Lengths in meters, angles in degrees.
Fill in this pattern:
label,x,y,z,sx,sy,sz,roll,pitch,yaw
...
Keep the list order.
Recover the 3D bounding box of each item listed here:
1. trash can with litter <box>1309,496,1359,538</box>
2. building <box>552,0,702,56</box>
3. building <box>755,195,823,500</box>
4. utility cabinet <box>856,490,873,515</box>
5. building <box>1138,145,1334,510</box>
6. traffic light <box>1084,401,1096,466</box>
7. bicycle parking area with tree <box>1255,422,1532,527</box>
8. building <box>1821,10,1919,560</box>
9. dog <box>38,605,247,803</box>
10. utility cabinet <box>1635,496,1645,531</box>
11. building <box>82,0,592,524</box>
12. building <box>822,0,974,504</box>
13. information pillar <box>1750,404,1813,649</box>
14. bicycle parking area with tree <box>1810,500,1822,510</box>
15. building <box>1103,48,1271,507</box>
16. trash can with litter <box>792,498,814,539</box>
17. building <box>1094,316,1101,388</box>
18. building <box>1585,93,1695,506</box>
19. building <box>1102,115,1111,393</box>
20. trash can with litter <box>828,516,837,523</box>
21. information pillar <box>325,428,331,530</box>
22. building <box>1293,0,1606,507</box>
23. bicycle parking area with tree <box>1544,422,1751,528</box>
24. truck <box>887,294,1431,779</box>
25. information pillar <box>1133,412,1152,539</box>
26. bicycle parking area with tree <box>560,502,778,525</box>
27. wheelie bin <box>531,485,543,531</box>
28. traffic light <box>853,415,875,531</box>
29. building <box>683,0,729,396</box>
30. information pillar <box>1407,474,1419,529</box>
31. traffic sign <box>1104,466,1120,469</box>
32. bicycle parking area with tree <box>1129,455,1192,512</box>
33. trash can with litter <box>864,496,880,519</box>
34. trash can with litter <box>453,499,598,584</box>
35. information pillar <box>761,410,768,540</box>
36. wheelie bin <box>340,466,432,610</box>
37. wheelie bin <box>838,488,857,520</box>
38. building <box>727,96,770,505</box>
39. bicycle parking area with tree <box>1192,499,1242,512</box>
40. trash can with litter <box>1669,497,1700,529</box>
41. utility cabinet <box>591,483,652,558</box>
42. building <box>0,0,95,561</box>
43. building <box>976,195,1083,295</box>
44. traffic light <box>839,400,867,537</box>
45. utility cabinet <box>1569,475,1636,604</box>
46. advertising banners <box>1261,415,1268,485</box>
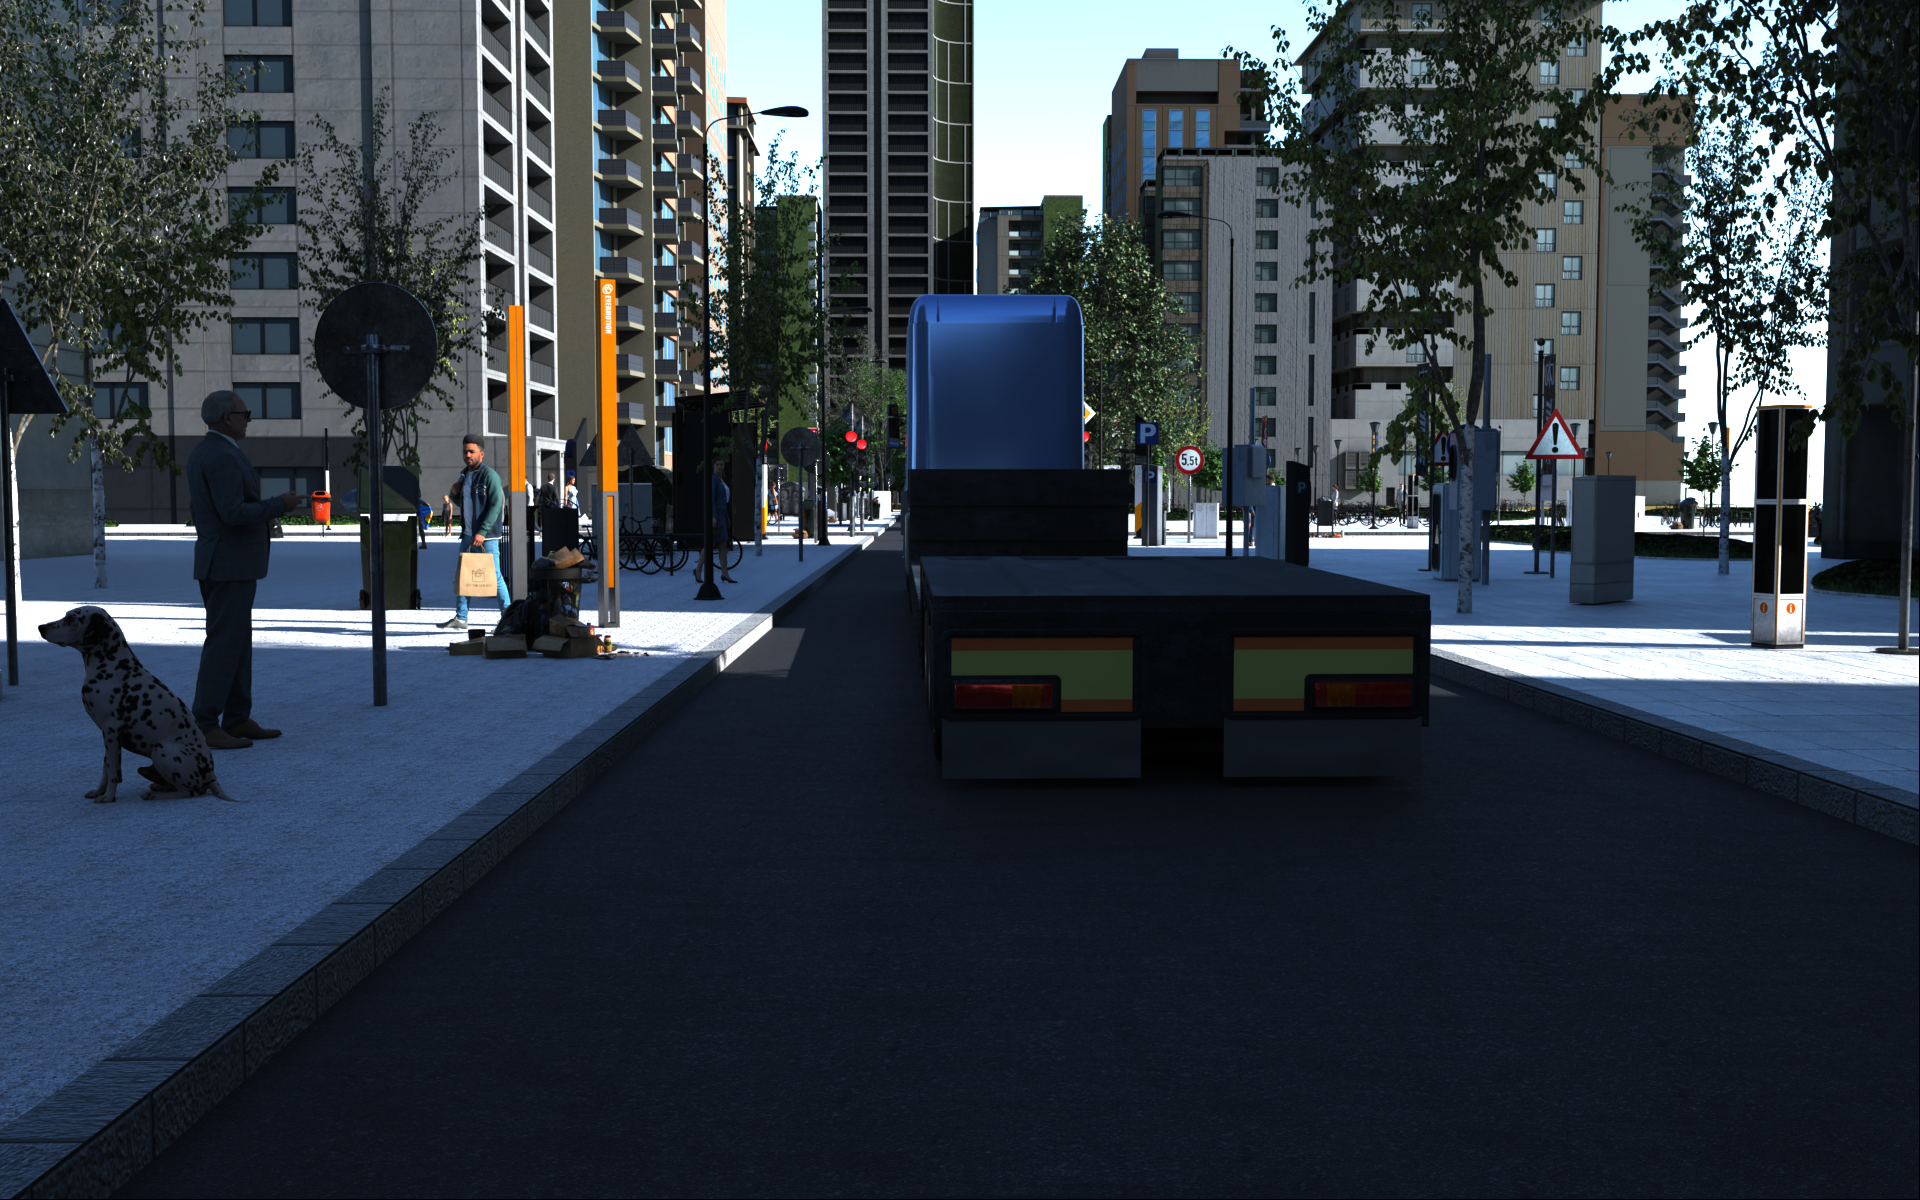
label,x,y,z,sx,sy,sz,roll,pitch,yaw
trash can with litter,10.553,-2.466,51.380,2.233,1.210,1.678,3,5,43
building,-29.311,-28.252,116.540,22.147,44.769,28.867,0,4,-1
building,-26.182,-33.970,239.005,14.086,41.232,14.154,0,4,-1
utility cabinet,-5.671,-5.721,102.215,1.173,1.500,0.318,2,4,33
building,23.285,-22.978,147.397,14.160,30.474,14.107,0,4,-1
traffic light,3.651,-3.848,51.837,0.839,4.253,0.868,0,4,-1
bicycle parking area with tree,17.830,-5.152,71.229,9.016,4.147,8.231,3,5,41
building,28.119,-24.422,22.995,21.300,48.544,21.600,0,4,-1
dog,-3.336,0.435,7.260,0.800,0.831,0.513,1,4,14
utility cabinet,23.468,-3.019,60.522,1.020,1.237,0.306,-2,4,-27
building,-28.254,-39.320,81.139,20.563,71.187,20.611,0,4,-1
building,-8.345,-49.138,241.658,20.611,71.187,20.563,0,4,-1
information pillar,6.827,-0.607,14.410,0.304,2.012,0.304,-1,4,-16
bicycle parking area with tree,47.863,-6.198,88.344,9.016,4.147,8.231,3,4,36
building,22.916,-32.151,175.775,14.600,45.320,14.200,0,4,-1
trash can with litter,-4.384,-2.344,49.710,0.624,1.170,1.055,1,4,19
building,23.820,-28.589,239.124,14.107,30.474,14.160,0,4,-1
building,70.195,-33.065,190.725,14.200,45.320,14.600,0,4,-1
building,22.389,-30.976,190.057,14.154,41.232,14.086,0,4,-1
trash can with litter,-6.008,-4.029,77.268,1.055,1.170,0.624,-1,4,-13
information pillar,-22.429,-4.285,61.413,0.183,3.616,0.504,-1,4,-17
building,49.477,-36.334,183.294,27.495,52.752,28.713,0,4,-1
bicycle parking area with tree,27.346,-5.042,69.443,8.231,4.147,9.016,2,4,27
truck,0.714,-1.705,17.630,2.967,4.110,18.799,0,4,-2
information pillar,5.243,-3.567,49.680,0.504,3.616,0.183,1,4,12
bicycle parking area with tree,-12.442,-5.135,70.959,8.231,4.147,9.016,3,5,40
wheelie bin,-14.956,-3.222,60.589,0.693,1.594,0.980,1,4,12
traffic light,-3.356,-4.328,59.678,0.839,4.253,0.868,0,4,-1
building,-26.612,-30.021,140.954,14.600,45.320,14.200,0,4,-1
information pillar,16.856,-3.666,64.426,0.304,2.012,0.304,-2,4,-28
traffic sign,5.455,-3.683,62.349,0.606,2.300,0.079,0,4,6
bicycle parking area with tree,13.634,-8.230,121.561,9.016,4.147,8.231,0,4,-7
trash can with litter,-4.586,-4.714,88.459,1.055,1.170,0.624,0,4,7
trash can with litter,-6.175,-0.859,25.095,2.233,1.210,1.678,0,4,-7
information pillar,-5.514,-3.514,48.809,0.183,3.616,0.504,0,4,3
wheelie bin,-6.389,-0.698,19.320,0.980,1.594,0.693,-1,4,-15
wheelie bin,-5.480,-4.711,84.939,0.980,1.594,0.693,2,4,31
building,-34.767,-32.476,185.612,28.867,44.769,22.147,0,4,-1
bicycle parking area with tree,17.572,-6.315,90.255,8.231,4.147,9.016,-1,4,-10
trash can with litter,26.321,-3.153,62.935,1.055,1.170,0.624,-2,4,-30
utility cabinet,-6.740,-1.582,34.552,1.173,1.500,0.318,-1,4,-8
building,-32.450,-11.957,28.780,30.059,22.955,16.112,0,4,-1
building,9.402,-33.966,238.944,14.086,41.232,14.154,0,4,-1
traffic light,-3.209,-3.839,51.694,0.839,4.253,0.868,0,4,-1
utility cabinet,7.562,-0.716,20.393,0.318,1.500,1.173,3,5,42
advertising banners,6.834,-2.557,37.991,0.090,3.025,2.074,0,4,-1
